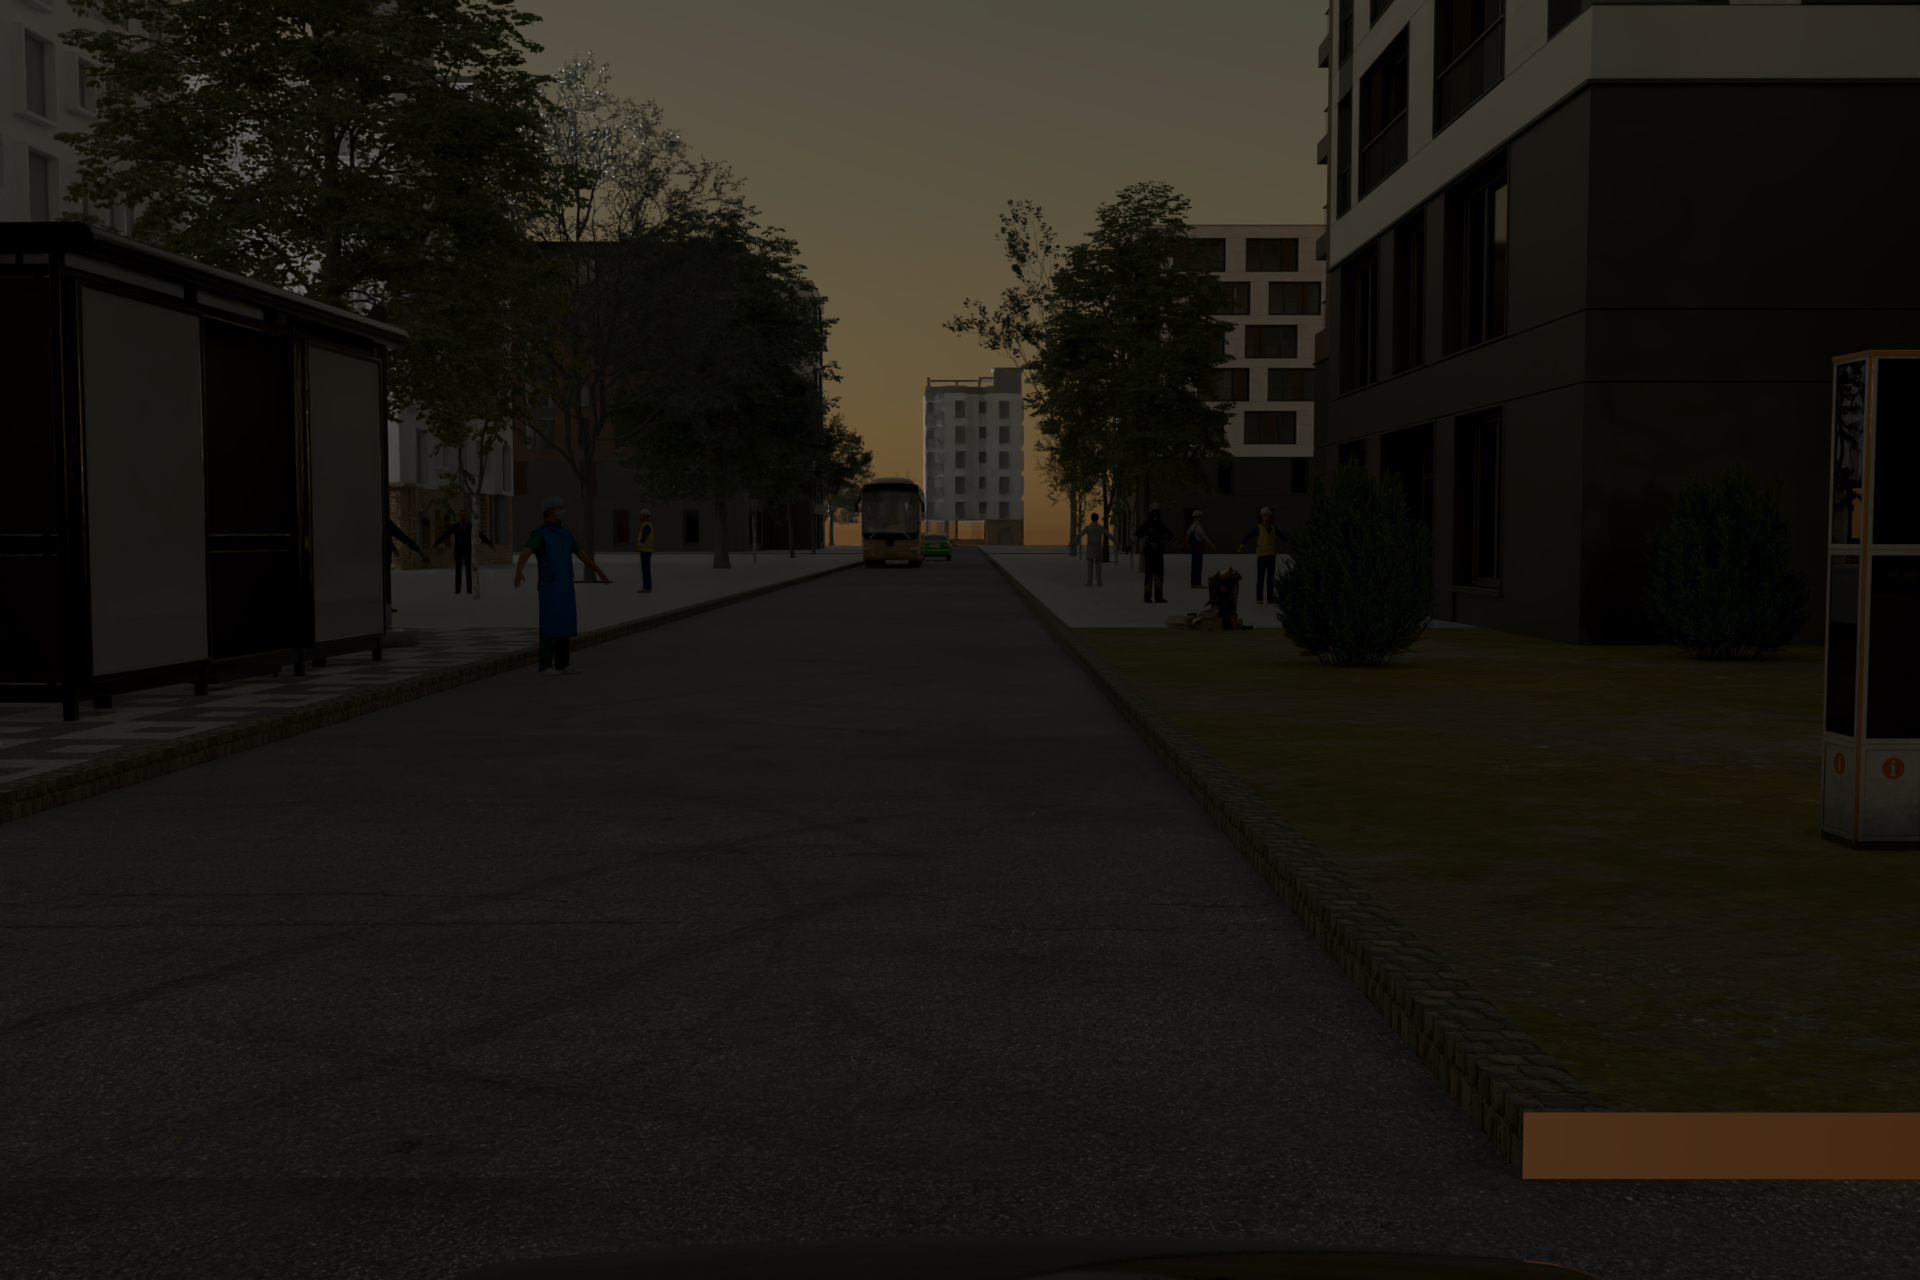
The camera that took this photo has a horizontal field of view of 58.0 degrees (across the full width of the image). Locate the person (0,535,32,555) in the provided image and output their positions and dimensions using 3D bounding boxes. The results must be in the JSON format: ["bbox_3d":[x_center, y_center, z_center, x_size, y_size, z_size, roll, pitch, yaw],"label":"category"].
[{"bbox_3d":[-12.274,-0.982,22.185,1.348,1.813,0.705,2,4,35],"label":"person"}]

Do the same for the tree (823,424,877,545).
[{"bbox_3d":[-14.381,-17.628,194.868,9.857,13.997,8.962,0,3,0],"label":"tree"}]

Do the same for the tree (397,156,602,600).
[{"bbox_3d":[-9.363,-5.104,33.812,4.737,8.622,4.395,0,3,0],"label":"tree"}]

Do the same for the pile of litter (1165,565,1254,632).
[{"bbox_3d":[3.376,-0.587,23.561,1.176,0.858,1.719,0,3,0],"label":"pile of litter"}]

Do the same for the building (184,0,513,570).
[{"bbox_3d":[-24.394,-12.590,62.272,16.016,20.090,11.380,0,4,-1],"label":"building"}]

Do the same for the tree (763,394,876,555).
[{"bbox_3d":[-9.077,-10.661,108.712,8.767,10.594,7.601,1,4,14],"label":"tree"}]

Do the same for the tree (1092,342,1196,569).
[{"bbox_3d":[6.495,-6.958,64.128,4.737,8.622,4.395,0,3,0],"label":"tree"}]

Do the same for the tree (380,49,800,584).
[{"bbox_3d":[-9.782,-8.231,44.941,12.009,13.543,11.850,0,3,0],"label":"tree"}]

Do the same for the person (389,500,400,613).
[{"bbox_3d":[-9.384,-1.365,28.247,0.705,1.837,1.347,0,4,-7],"label":"person"}]

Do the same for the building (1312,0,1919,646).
[{"bbox_3d":[21.082,-11.710,35.432,27.936,21.610,32.646,0,4,0],"label":"building"}]

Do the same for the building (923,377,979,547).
[{"bbox_3d":[-3.909,-20.920,200.915,11.380,20.090,16.016,0,4,0],"label":"building"}]

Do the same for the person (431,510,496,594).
[{"bbox_3d":[-10.681,-1.898,37.251,1.346,1.802,0.704,-1,4,-20],"label":"person"}]

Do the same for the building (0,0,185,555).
[{"bbox_3d":[-27.600,-11.096,37.837,16.016,20.090,11.380,0,4,0],"label":"building"}]

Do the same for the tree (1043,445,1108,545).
[{"bbox_3d":[13.687,-16.852,201.282,9.928,11.665,9.643,0,3,0],"label":"tree"}]

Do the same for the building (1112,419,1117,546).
[{"bbox_3d":[24.574,-18.436,167.879,16.747,18.905,31.486,0,3,0],"label":"building"}]

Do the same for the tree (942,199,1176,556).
[{"bbox_3d":[5.132,-14.921,99.853,12.611,20.169,13.585,0,3,0],"label":"tree"}]

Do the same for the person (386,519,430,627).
[{"bbox_3d":[-7.277,-0.942,21.537,1.346,1.812,0.704,-3,4,-37],"label":"person"}]

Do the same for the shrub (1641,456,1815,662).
[{"bbox_3d":[7.824,-0.832,17.639,1.661,2.075,1.752,0,3,0],"label":"shrub"}]

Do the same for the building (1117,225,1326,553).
[{"bbox_3d":[25.633,-17.551,130.930,27.936,21.610,32.646,0,3,0],"label":"building"}]

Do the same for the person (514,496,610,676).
[{"bbox_3d":[-4.088,-0.551,17.595,0.704,1.817,1.347,2,4,29],"label":"person"}]

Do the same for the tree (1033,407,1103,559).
[{"bbox_3d":[6.327,-8.386,87.481,4.360,8.622,3.978,0,3,0],"label":"tree"}]

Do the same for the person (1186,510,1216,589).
[{"bbox_3d":[5.611,-2.136,40.785,0.705,1.847,1.347,-1,4,-21],"label":"person"}]

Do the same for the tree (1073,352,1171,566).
[{"bbox_3d":[6.135,-7.334,70.272,4.360,8.622,3.978,0,3,0],"label":"tree"}]

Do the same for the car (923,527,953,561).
[{"bbox_3d":[-1.350,-5.198,93.782,1.959,1.807,4.718,0,4,0],"label":"car"}]

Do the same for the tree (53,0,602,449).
[{"bbox_3d":[-9.135,-6.579,25.690,7.486,12.596,7.792,0,3,0],"label":"tree"}]

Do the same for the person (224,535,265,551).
[{"bbox_3d":[-15.171,-1.823,36.602,0.721,1.733,1.217,1,4,21],"label":"person"}]

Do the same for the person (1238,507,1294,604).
[{"bbox_3d":[5.646,-1.547,31.763,1.216,1.772,0.721,-1,4,-16],"label":"person"}]

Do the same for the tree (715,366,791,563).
[{"bbox_3d":[-8.939,-7.658,75.575,4.360,8.622,3.978,0,3,0],"label":"tree"}]

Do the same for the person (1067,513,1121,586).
[{"bbox_3d":[3.293,-2.221,42.493,1.347,1.806,0.705,0,4,-6],"label":"person"}]

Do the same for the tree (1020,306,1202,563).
[{"bbox_3d":[6.753,-9.308,77.936,9.928,11.665,9.643,0,3,0],"label":"tree"}]

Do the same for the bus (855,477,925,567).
[{"bbox_3d":[-2.933,-5.294,78.110,2.896,3.916,12.252,0,4,0],"label":"bus"}]

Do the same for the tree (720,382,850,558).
[{"bbox_3d":[-9.293,-9.660,92.355,7.601,10.594,8.767,0,4,3],"label":"tree"}]

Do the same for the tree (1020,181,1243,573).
[{"bbox_3d":[5.694,-8.465,56.528,7.486,12.596,7.792,0,3,0],"label":"tree"}]

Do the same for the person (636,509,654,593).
[{"bbox_3d":[-6.894,-1.948,37.812,0.705,1.833,1.349,0,4,-5],"label":"person"}]

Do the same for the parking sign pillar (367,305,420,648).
[{"bbox_3d":[-6.971,-1.918,19.828,1.447,3.967,1.447,0,4,2],"label":"parking sign pillar"}]

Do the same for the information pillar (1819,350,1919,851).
[{"bbox_3d":[3.770,-0.159,7.098,0.304,2.012,0.304,0,3,0],"label":"information pillar"}]

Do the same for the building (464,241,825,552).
[{"bbox_3d":[-25.812,-17.947,137.402,27.936,21.610,32.646,0,4,0],"label":"building"}]

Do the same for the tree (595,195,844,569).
[{"bbox_3d":[-8.951,-9.624,64.004,9.857,13.997,8.962,0,3,0],"label":"tree"}]

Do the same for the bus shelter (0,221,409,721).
[{"bbox_3d":[-6.811,-2.175,13.186,2.179,5.291,8.768,0,4,2],"label":"bus shelter"}]

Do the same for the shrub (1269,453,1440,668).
[{"bbox_3d":[3.842,-0.785,16.873,1.661,2.075,1.752,0,3,0],"label":"shrub"}]

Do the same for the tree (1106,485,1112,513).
[{"bbox_3d":[18.197,-14.932,194.492,4.737,8.622,4.395,0,3,0],"label":"tree"}]

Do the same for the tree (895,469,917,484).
[{"bbox_3d":[-6.005,-14.954,194.853,4.360,8.622,3.978,0,3,0],"label":"tree"}]

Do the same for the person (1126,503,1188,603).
[{"bbox_3d":[3.633,-1.620,32.274,1.354,1.856,0.705,-2,4,-27],"label":"person"}]
